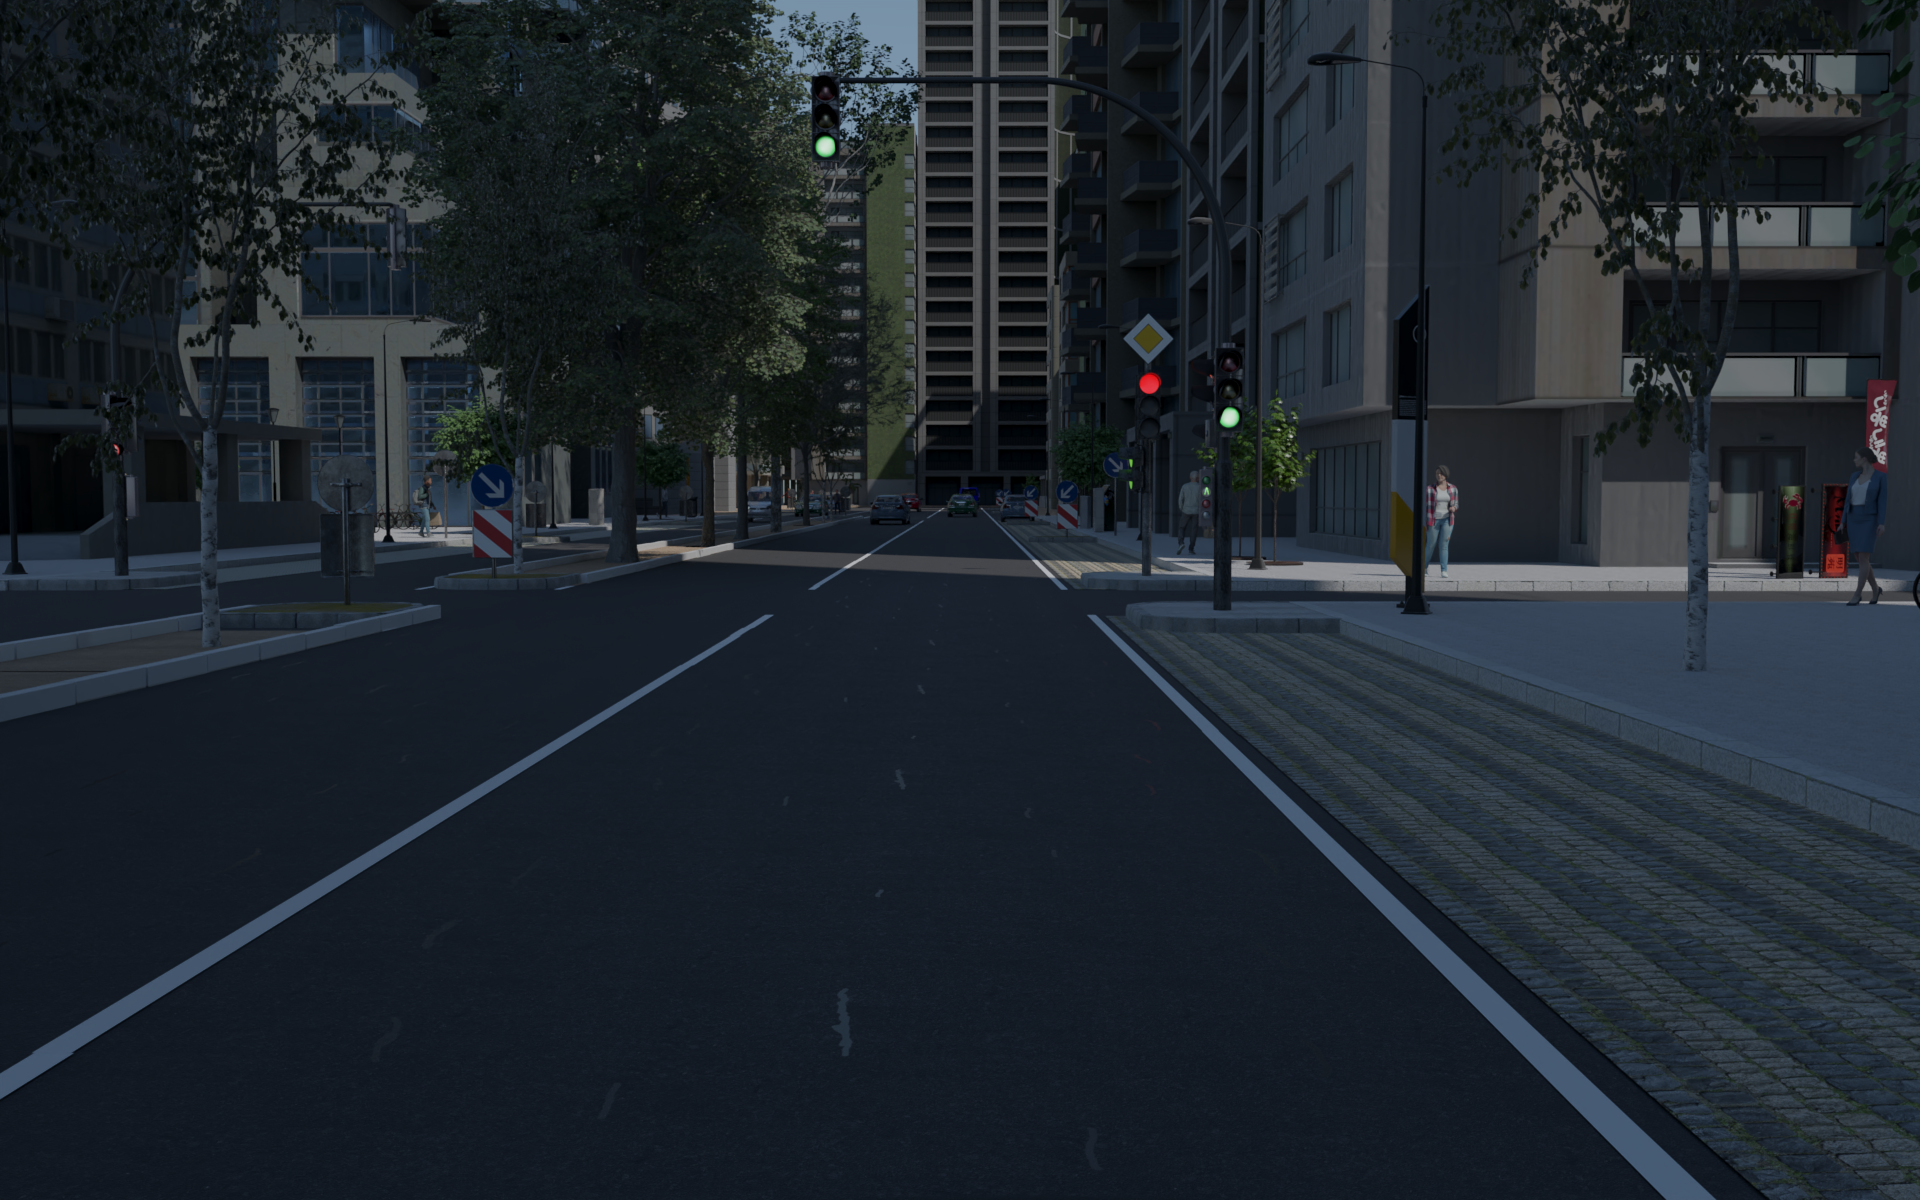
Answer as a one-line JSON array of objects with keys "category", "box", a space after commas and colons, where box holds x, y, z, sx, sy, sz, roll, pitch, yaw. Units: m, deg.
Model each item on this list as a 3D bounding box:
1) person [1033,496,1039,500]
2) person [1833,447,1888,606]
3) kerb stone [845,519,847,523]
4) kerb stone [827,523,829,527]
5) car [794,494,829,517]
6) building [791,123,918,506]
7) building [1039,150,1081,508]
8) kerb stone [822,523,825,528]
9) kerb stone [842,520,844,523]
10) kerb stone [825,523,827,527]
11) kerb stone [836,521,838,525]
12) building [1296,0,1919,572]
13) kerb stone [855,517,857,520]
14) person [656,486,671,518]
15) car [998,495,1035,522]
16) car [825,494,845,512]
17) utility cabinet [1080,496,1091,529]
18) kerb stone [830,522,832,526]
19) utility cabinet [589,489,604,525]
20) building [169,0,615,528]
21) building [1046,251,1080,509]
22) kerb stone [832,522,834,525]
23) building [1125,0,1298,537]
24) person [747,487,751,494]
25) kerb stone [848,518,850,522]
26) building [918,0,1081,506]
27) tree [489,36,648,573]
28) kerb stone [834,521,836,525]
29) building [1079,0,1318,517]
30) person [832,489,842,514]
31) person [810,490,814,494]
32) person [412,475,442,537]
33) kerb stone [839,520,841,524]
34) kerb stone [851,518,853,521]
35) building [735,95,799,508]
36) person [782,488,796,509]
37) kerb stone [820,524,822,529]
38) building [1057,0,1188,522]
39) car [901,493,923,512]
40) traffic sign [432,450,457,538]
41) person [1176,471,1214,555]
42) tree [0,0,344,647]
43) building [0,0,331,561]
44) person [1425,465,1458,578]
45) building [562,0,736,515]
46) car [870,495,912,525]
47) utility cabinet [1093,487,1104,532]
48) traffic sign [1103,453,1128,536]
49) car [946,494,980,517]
[{"category": "person", "box": [5.535, -7.626, 130.712, 0.705, 1.826, 1.348, 2, 4, 35]}, {"category": "person", "box": [10.469, -0.850, 19.968, 0.654, 1.822, 0.581, -1, 4, -13]}, {"category": "kerb stone", "box": [-5.805, -3.881, 85.653, 0.120, 0.150, 1.000, 0, 4, 0]}, {"category": "kerb stone", "box": [-5.854, -3.192, 74.377, 0.120, 0.150, 1.000, 0, 4, 0]}, {"category": "car", "box": [-9.516, -6.087, 111.327, 2.131, 1.459, 4.920, 0, 4, 2]}, {"category": "building", "box": [-11.715, -31.229, 194.186, 14.086, 41.232, 14.154, 0, 4, 0]}, {"category": "building", "box": [23.931, -28.860, 163.735, 32.217, 40.220, 23.993, 0, 4, 0]}, {"category": "kerb stone", "box": [-5.857, -3.066, 72.325, 0.120, 0.150, 1.000, 0, 4, 0]}, {"category": "kerb stone", "box": [-5.808, -3.755, 83.598, 0.120, 0.150, 1.000, 0, 4, 0]}, {"category": "kerb stone", "box": [-5.861, -3.129, 73.354, 0.120, 0.150, 1.000, 0, 4, 0]}, {"category": "kerb stone", "box": [-5.831, -3.500, 79.495, 0.120, 0.150, 1.000, 0, 4, 0]}, {"category": "building", "box": [14.201, -21.457, 34.425, 14.086, 41.232, 14.154, 0, 4, 0]}, {"category": "kerb stone", "box": [-5.774, -4.320, 92.831, 0.120, 0.150, 1.000, 0, 4, 0]}, {"category": "person", "box": [-15.946, -5.334, 93.101, 0.795, 1.843, 0.661, 0, 4, -7]}, {"category": "car", "box": [2.953, -4.703, 88.899, 2.014, 1.417, 4.499, 0, 4, 2]}, {"category": "car", "box": [-10.205, -7.822, 139.890, 2.014, 1.417, 4.499, 0, 4, 1]}, {"category": "utility cabinet", "box": [4.704, -3.275, 64.711, 0.306, 1.237, 1.020, 1, 4, 11]}, {"category": "kerb stone", "box": [-5.846, -3.317, 76.428, 0.120, 0.150, 1.000, 0, 4, 0]}, {"category": "utility cabinet", "box": [-15.013, -3.839, 71.442, 0.318, 1.500, 1.173, -2, 4, -29]}, {"category": "building", "box": [-28.347, -46.870, 78.996, 22.319, 86.520, 31.000, 0, 4, 0]}, {"category": "building", "box": [21.391, -17.913, 137.919, 27.650, 21.520, 28.899, 0, 4, 0]}, {"category": "kerb stone", "box": [-5.841, -3.380, 77.450, 0.120, 0.150, 1.000, 0, 4, 0]}, {"category": "building", "box": [16.517, -37.643, 53.707, 20.563, 71.187, 20.611, 0, 4, 0]}, {"category": "person", "box": [-16.255, -7.913, 135.292, 0.709, 1.838, 0.599, 1, 4, 16]}, {"category": "kerb stone", "box": [-5.807, -4.007, 87.707, 0.120, 0.150, 1.000, 0, 4, 0]}, {"category": "building", "box": [5.732, -46.419, 197.199, 20.611, 71.187, 20.563, 0, 4, 0]}, {"category": "tree", "box": [-7.168, -4.601, 28.048, 4.360, 8.622, 3.978, 0, 3, 0]}, {"category": "kerb stone", "box": [-5.838, -3.442, 78.473, 0.120, 0.150, 1.000, 0, 4, 0]}, {"category": "building", "box": [14.879, -26.365, 114.668, 14.154, 41.232, 14.086, 0, 4, 0]}, {"category": "person", "box": [-8.672, -6.887, 121.627, 0.617, 1.759, 0.750, 1, 4, 15]}, {"category": "person", "box": [-14.311, -9.810, 167.898, 0.415, 1.643, 0.593, 0, 4, -5]}, {"category": "person", "box": [-15.614, -2.737, 50.776, 0.713, 1.824, 0.794, 1, 4, 21]}, {"category": "kerb stone", "box": [-5.831, -3.625, 81.553, 0.120, 0.150, 1.000, 0, 4, 0]}, {"category": "kerb stone", "box": [-5.791, -4.129, 89.758, 0.120, 0.150, 1.000, 0, 4, 0]}, {"category": "building", "box": [-28.847, -28.635, 160.059, 23.993, 40.220, 32.217, 0, 4, 0]}, {"category": "person", "box": [-14.850, -8.832, 150.414, 1.348, 1.831, 0.705, 1, 4, 8]}, {"category": "kerb stone", "box": [-5.867, -3.003, 71.295, 0.120, 0.150, 1.000, 0, 4, 0]}, {"category": "building", "box": [16.426, -26.457, 87.192, 22.147, 44.769, 28.867, 0, 4, 0]}, {"category": "car", "box": [-4.064, -7.973, 139.405, 2.155, 1.783, 4.494, 0, 4, 2]}, {"category": "traffic sign", "box": [-14.859, -3.052, 50.000, 0.768, 2.556, 0.104, 0, 4, 2]}, {"category": "person", "box": [4.982, -1.836, 36.547, 0.782, 1.767, 0.515, 1, 4, 15]}, {"category": "tree", "box": [-6.999, -3.873, 16.139, 4.360, 8.622, 3.978, 0, 3, 0]}, {"category": "building", "box": [-33.161, -21.276, 39.743, 32.217, 40.220, 23.993, 0, 4, 0]}, {"category": "person", "box": [7.397, -1.213, 26.717, 0.563, 1.720, 0.643, 0, 4, 4]}, {"category": "building", "box": [-27.510, -35.072, 115.430, 21.231, 58.520, 28.212, 0, 4, 0]}, {"category": "car", "box": [-3.307, -4.300, 82.307, 2.014, 1.417, 4.499, 0, 4, 1]}, {"category": "utility cabinet", "box": [4.665, -3.047, 58.503, 0.318, 1.500, 1.173, 0, 4, 1]}, {"category": "traffic sign", "box": [4.783, -3.247, 53.190, 0.768, 2.556, 0.104, 0, 4, 6]}, {"category": "car", "box": [0.165, -5.914, 108.491, 2.131, 1.459, 4.920, 0, 4, 2]}]
